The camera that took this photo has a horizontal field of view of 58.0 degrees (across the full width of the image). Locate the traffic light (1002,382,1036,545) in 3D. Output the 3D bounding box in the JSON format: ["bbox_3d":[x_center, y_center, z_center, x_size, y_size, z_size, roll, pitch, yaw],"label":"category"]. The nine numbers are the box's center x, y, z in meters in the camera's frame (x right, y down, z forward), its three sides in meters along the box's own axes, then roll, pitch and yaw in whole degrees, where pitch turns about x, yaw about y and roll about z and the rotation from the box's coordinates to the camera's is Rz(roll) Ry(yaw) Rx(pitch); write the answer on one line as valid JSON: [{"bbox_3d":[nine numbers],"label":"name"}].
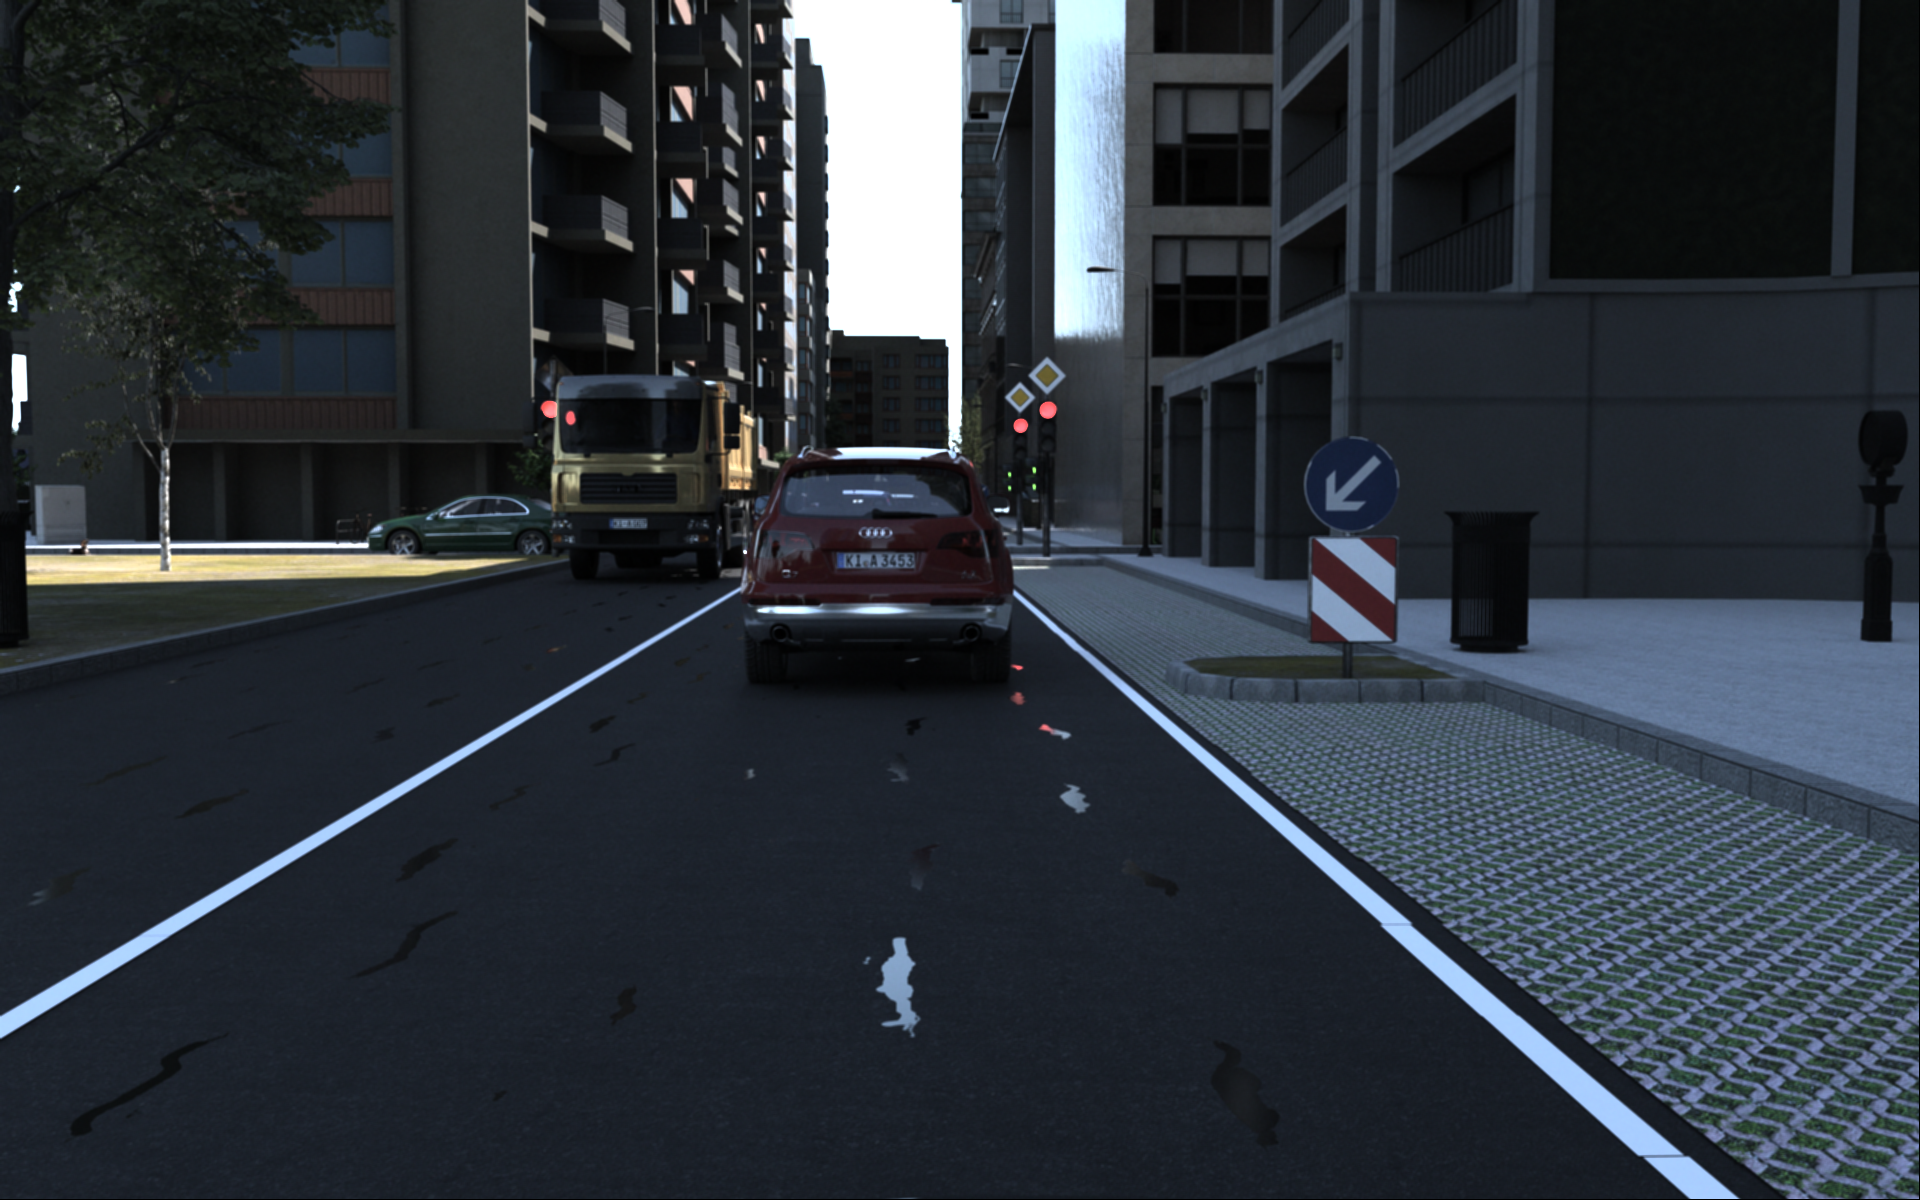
[{"bbox_3d":[1.480,-3.333,43.410,0.839,4.253,0.868,0,4,-2],"label":"traffic light"}]

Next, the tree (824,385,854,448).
[{"bbox_3d":[-13.959,-15.267,167.740,7.486,12.596,7.792,0,3,0],"label":"tree"}]

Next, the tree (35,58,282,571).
[{"bbox_3d":[-13.391,-4.805,28.932,4.360,8.622,3.978,0,3,0],"label":"tree"}]

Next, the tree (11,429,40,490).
[{"bbox_3d":[-24.353,-2.991,43.508,1.663,3.219,1.824,0,3,0],"label":"tree"}]

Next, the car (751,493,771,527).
[{"bbox_3d":[-5.542,-2.802,54.846,2.155,1.783,4.494,0,4,0],"label":"car"}]

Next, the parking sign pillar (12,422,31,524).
[{"bbox_3d":[-34.477,-4.630,64.165,1.447,3.967,1.447,2,4,27],"label":"parking sign pillar"}]

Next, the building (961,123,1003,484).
[{"bbox_3d":[7.039,-22.410,138.111,14.160,30.474,14.107,0,4,-2],"label":"building"}]

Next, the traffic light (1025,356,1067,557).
[{"bbox_3d":[1.754,-2.845,35.430,0.839,4.253,0.868,0,4,-2],"label":"traffic light"}]

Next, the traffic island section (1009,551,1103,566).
[{"bbox_3d":[1.795,-0.811,35.545,2.009,0.180,2.903,0,4,-2],"label":"traffic island section"}]

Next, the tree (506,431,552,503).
[{"bbox_3d":[-9.948,-2.895,41.935,1.663,3.219,1.824,0,3,0],"label":"tree"}]

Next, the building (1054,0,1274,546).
[{"bbox_3d":[20.706,-15.167,52.494,34.151,26.468,19.350,0,4,-2],"label":"building"}]

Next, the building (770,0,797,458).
[{"bbox_3d":[-19.173,-29.042,124.954,14.600,45.320,14.200,0,4,-2],"label":"building"}]

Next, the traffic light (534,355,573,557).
[{"bbox_3d":[-8.201,-2.823,35.074,0.839,4.253,0.868,0,4,-2],"label":"traffic light"}]

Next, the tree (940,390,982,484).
[{"bbox_3d":[1.634,-10.792,126.808,4.737,8.622,4.395,0,3,0],"label":"tree"}]

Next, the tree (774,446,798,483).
[{"bbox_3d":[-11.777,-8.146,116.902,4.285,4.588,4.351,0,3,0],"label":"tree"}]

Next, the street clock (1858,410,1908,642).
[{"bbox_3d":[7.999,-0.642,15.061,0.358,2.002,0.471,0,4,6],"label":"street clock"}]

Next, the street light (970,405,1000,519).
[{"bbox_3d":[1.344,-7.203,90.311,1.470,5.913,1.316,0,4,-2],"label":"street light"}]

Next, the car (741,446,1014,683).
[{"bbox_3d":[-0.669,-0.369,14.704,2.281,1.827,5.304,0,4,-2],"label":"car"}]

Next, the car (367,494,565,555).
[{"bbox_3d":[-10.673,-1.634,38.518,4.920,1.459,2.131,0,4,-1],"label":"car"}]

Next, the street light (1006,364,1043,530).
[{"bbox_3d":[2.346,-5.481,62.151,1.470,5.913,1.316,0,4,-2],"label":"street light"}]

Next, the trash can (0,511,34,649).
[{"bbox_3d":[-8.145,-0.173,14.479,0.748,1.137,0.748,0,3,0],"label":"trash can"}]

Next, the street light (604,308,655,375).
[{"bbox_3d":[-8.298,-4.326,43.275,1.470,5.913,1.316,0,4,-2],"label":"street light"}]

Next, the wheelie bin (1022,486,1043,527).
[{"bbox_3d":[2.745,-3.593,66.657,0.980,1.594,0.693,-2,4,-32],"label":"wheelie bin"}]

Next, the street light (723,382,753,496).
[{"bbox_3d":[-9.308,-6.092,72.151,1.470,5.913,1.316,0,4,-2],"label":"street light"}]

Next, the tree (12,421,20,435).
[{"bbox_3d":[-40.784,-5.608,75.410,4.285,4.588,4.351,0,3,0],"label":"tree"}]

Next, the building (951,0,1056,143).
[{"bbox_3d":[13.936,-34.857,159.151,28.713,52.752,27.495,0,4,-2],"label":"building"}]

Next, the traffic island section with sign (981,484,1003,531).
[{"bbox_3d":[0.673,-3.655,68.395,1.989,1.847,2.006,0,4,-2],"label":"traffic island section with sign"}]

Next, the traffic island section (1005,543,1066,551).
[{"bbox_3d":[1.521,-1.299,43.526,2.009,0.180,2.903,0,4,-2],"label":"traffic island section"}]

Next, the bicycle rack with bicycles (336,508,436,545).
[{"bbox_3d":[-14.655,-1.911,44.632,2.852,0.926,2.925,0,4,2],"label":"bicycle rack with bicycles"}]

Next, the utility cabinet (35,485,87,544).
[{"bbox_3d":[-22.848,-2.162,44.034,0.318,1.500,1.173,2,4,28],"label":"utility cabinet"}]

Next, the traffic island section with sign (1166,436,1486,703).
[{"bbox_3d":[2.576,-0.252,12.746,1.989,1.847,2.006,0,4,-2],"label":"traffic island section with sign"}]

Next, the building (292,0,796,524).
[{"bbox_3d":[-20.789,-27.028,96.526,22.147,44.769,28.867,0,4,-2],"label":"building"}]

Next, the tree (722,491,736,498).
[{"bbox_3d":[-10.646,-5.230,80.109,1.663,3.219,1.824,0,3,0],"label":"tree"}]

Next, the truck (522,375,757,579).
[{"bbox_3d":[-5.352,-2.164,31.304,3.469,3.379,9.791,0,4,-2],"label":"truck"}]

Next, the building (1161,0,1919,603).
[{"bbox_3d":[14.740,-35.815,23.821,20.563,71.187,20.611,0,4,-2],"label":"building"}]

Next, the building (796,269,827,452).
[{"bbox_3d":[-25.830,-18.479,147.178,27.650,21.520,28.899,0,4,-2],"label":"building"}]

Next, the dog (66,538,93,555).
[{"bbox_3d":[-20.338,-1.214,40.045,0.550,0.427,0.748,-3,5,-43],"label":"dog"}]

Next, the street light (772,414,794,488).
[{"bbox_3d":[-10.315,-7.834,100.625,1.470,5.913,1.316,0,4,-2],"label":"street light"}]

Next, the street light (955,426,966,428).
[{"bbox_3d":[0.365,-8.926,118.480,1.470,5.913,1.316,0,4,-2],"label":"street light"}]

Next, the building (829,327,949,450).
[{"bbox_3d":[-16.151,-22.659,215.507,28.899,21.520,27.650,0,4,-2],"label":"building"}]

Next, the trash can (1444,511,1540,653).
[{"bbox_3d":[4.335,-0.153,14.163,0.748,1.137,0.748,0,3,0],"label":"trash can"}]

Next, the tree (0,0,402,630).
[{"bbox_3d":[-8.930,-6.017,16.502,7.486,12.596,7.792,0,3,0],"label":"tree"}]

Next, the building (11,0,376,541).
[{"bbox_3d":[-19.261,-24.735,59.043,22.147,44.769,28.867,0,4,-2],"label":"building"}]

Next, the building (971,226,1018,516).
[{"bbox_3d":[6.380,-14.958,109.191,10.561,19.102,19.286,0,4,-2],"label":"building"}]

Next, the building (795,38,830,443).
[{"bbox_3d":[-24.709,-34.139,181.874,21.600,48.544,21.300,0,4,-2],"label":"building"}]

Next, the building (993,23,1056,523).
[{"bbox_3d":[9.515,-16.234,84.488,14.314,24.678,30.058,0,4,-2],"label":"building"}]

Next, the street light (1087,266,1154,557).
[{"bbox_3d":[3.278,-3.849,35.469,1.470,5.913,1.316,0,4,-2],"label":"street light"}]

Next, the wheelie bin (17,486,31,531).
[{"bbox_3d":[-32.958,-3.222,60.587,0.980,1.594,0.693,-3,5,-43],"label":"wheelie bin"}]
